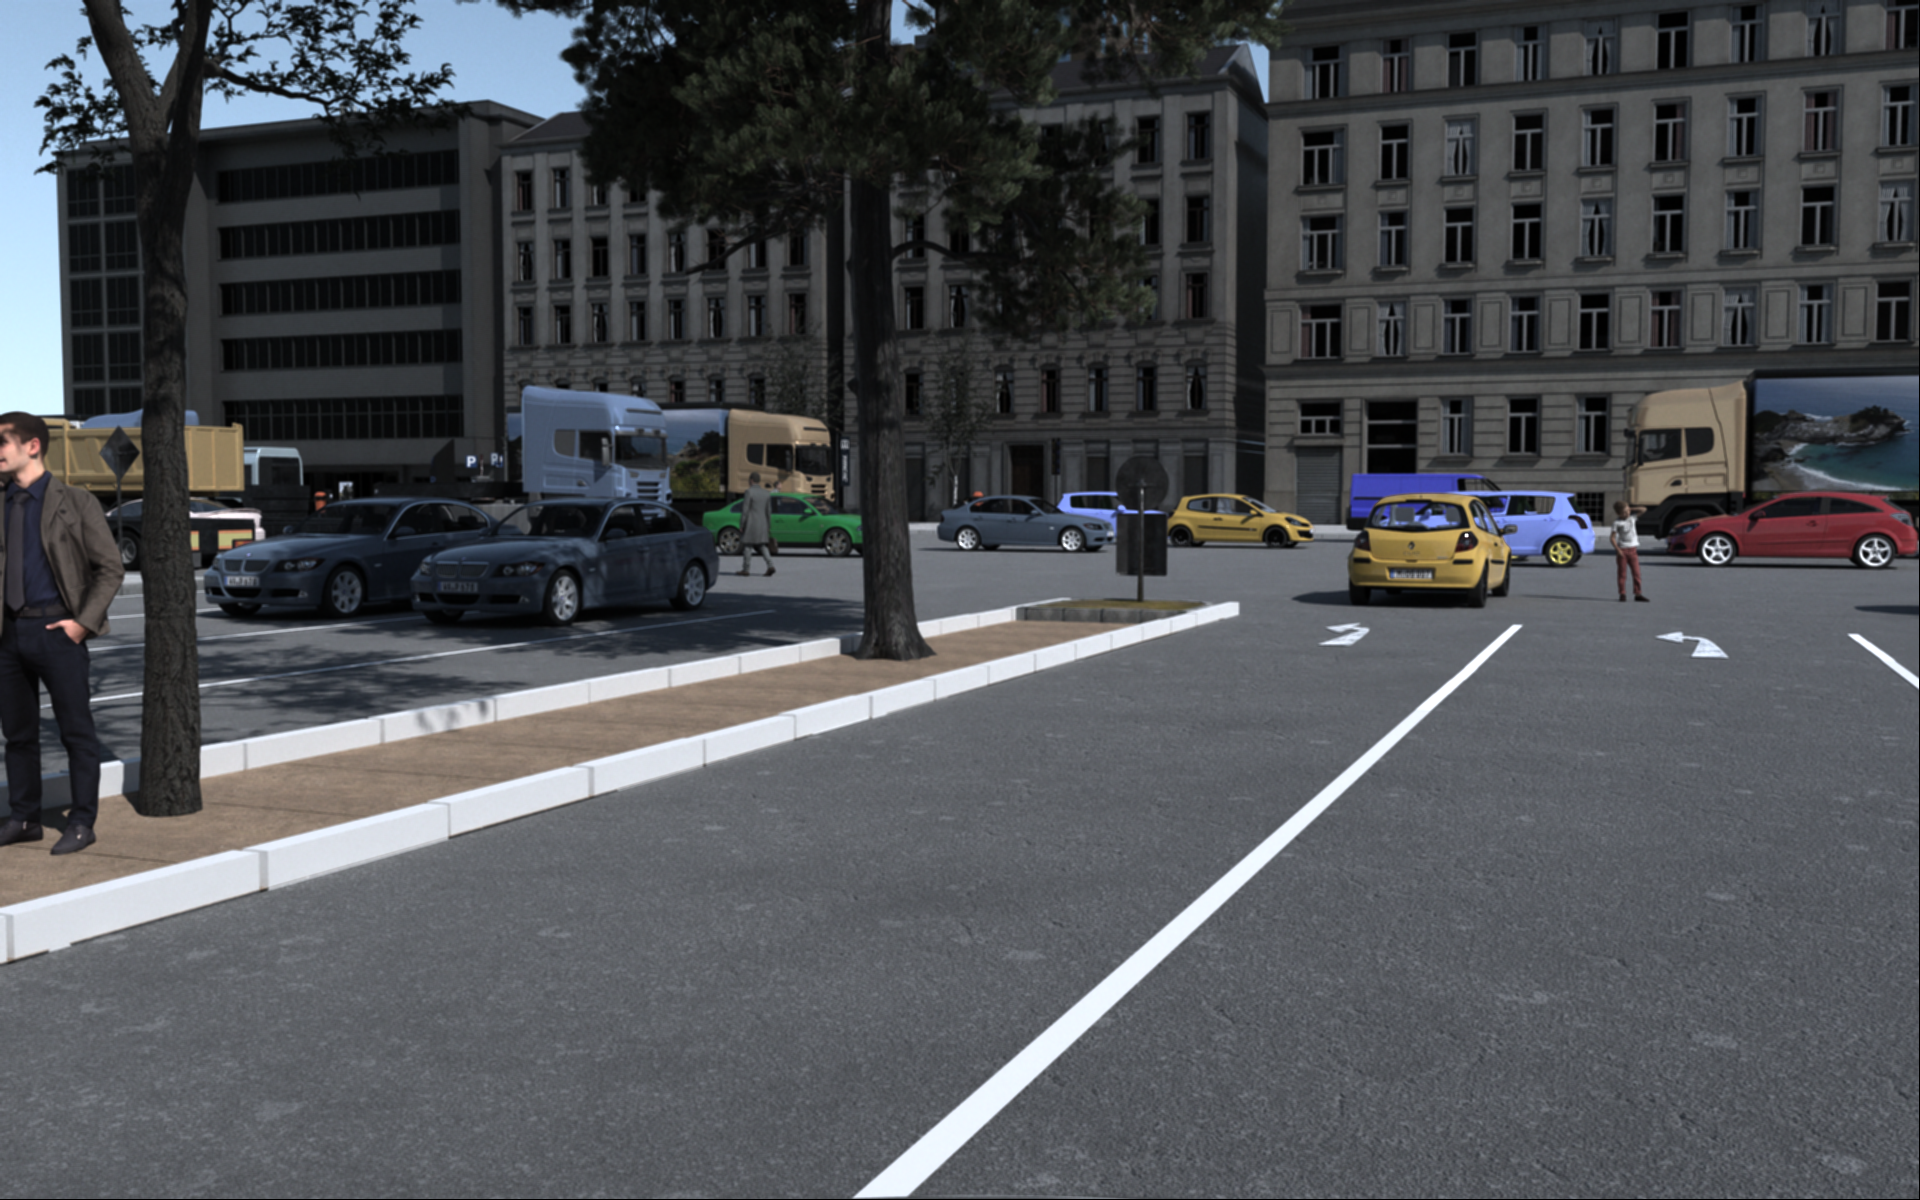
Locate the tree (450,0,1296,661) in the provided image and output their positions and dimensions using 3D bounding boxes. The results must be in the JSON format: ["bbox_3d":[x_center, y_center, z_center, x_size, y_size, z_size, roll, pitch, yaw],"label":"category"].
[{"bbox_3d":[-0.713,-6.428,14.983,7.806,13.903,7.818,0,3,0],"label":"tree"}]

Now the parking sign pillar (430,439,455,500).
[{"bbox_3d":[-25.103,-5.843,84.004,1.447,3.967,1.447,2,4,26],"label":"parking sign pillar"}]

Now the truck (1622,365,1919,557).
[{"bbox_3d":[20.336,-3.079,39.258,11.283,4.237,2.839,1,4,21],"label":"truck"}]

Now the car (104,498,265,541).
[{"bbox_3d":[-17.462,-1.556,37.807,4.827,1.381,2.083,1,4,22],"label":"car"}]

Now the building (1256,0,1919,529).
[{"bbox_3d":[28.697,-14.702,73.660,30.059,22.955,16.112,1,4,22],"label":"building"}]

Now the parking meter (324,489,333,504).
[{"bbox_3d":[-29.914,-4.507,82.093,0.372,1.533,0.369,0,3,0],"label":"parking meter"}]

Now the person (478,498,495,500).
[{"bbox_3d":[-13.017,-2.315,47.812,0.566,1.644,0.517,0,4,3],"label":"person"}]

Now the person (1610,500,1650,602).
[{"bbox_3d":[8.941,-0.654,23.107,0.435,1.345,0.340,-1,4,-11],"label":"person"}]

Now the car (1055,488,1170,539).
[{"bbox_3d":[4.410,-2.455,49.736,3.694,1.707,1.945,1,4,20],"label":"car"}]

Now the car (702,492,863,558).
[{"bbox_3d":[-3.725,-1.922,40.213,4.718,1.807,1.959,1,4,22],"label":"car"}]

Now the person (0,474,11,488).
[{"bbox_3d":[-12.620,-0.872,22.767,0.555,1.821,0.388,1,4,18],"label":"person"}]

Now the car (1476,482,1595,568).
[{"bbox_3d":[10.819,-1.545,34.852,3.694,1.707,1.945,1,4,23],"label":"car"}]

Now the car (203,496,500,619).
[{"bbox_3d":[-7.252,-0.585,21.569,2.014,1.417,4.499,1,4,23],"label":"car"}]

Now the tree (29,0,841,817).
[{"bbox_3d":[-3.391,-4.336,7.762,8.767,10.594,7.601,1,4,22],"label":"tree"}]

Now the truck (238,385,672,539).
[{"bbox_3d":[-15.789,-3.434,45.904,18.799,4.110,2.967,1,4,21],"label":"truck"}]

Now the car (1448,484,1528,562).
[{"bbox_3d":[10.803,-1.723,37.767,3.694,1.707,1.945,1,4,22],"label":"car"}]

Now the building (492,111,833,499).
[{"bbox_3d":[-12.800,-14.550,87.038,18.267,20.994,9.793,1,4,22],"label":"building"}]

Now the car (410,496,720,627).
[{"bbox_3d":[-4.517,-0.514,20.408,2.014,1.417,4.499,1,4,22],"label":"car"}]

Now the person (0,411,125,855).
[{"bbox_3d":[-3.770,0.136,6.811,0.617,1.759,0.750,1,4,18],"label":"person"}]

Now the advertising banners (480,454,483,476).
[{"bbox_3d":[-21.099,-4.869,75.795,0.090,3.025,2.074,0,4,-1],"label":"advertising banners"}]

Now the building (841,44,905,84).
[{"bbox_3d":[-8.360,-31.947,172.437,14.200,45.320,14.600,1,4,22],"label":"building"}]

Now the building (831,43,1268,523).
[{"bbox_3d":[4.633,-14.097,79.638,18.267,20.994,9.793,1,4,22],"label":"building"}]

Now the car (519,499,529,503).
[{"bbox_3d":[-13.969,-3.133,61.011,4.222,1.686,2.009,1,4,23],"label":"car"}]

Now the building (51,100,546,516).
[{"bbox_3d":[-34.574,-17.030,97.505,30.058,24.678,14.314,1,4,22],"label":"building"}]

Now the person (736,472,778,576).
[{"bbox_3d":[-3.571,-1.322,30.211,0.767,1.812,0.694,3,5,42],"label":"person"}]

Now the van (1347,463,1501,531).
[{"bbox_3d":[14.202,-2.864,51.205,5.245,2.365,2.240,1,4,23],"label":"van"}]

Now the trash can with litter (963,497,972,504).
[{"bbox_3d":[0.274,-3.934,75.708,0.624,1.170,1.055,-1,4,-18],"label":"trash can with litter"}]

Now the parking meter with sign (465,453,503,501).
[{"bbox_3d":[-21.234,-4.955,77.268,1.738,3.016,0.543,2,4,26],"label":"parking meter with sign"}]

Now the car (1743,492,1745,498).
[{"bbox_3d":[20.851,-2.127,43.813,4.494,1.783,2.155,1,4,20],"label":"car"}]

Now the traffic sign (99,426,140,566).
[{"bbox_3d":[-12.372,-1.337,25.497,0.795,2.450,0.064,1,4,22],"label":"traffic sign"}]

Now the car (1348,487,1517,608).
[{"bbox_3d":[6.424,-0.808,23.432,2.015,1.641,3.980,2,4,24],"label":"car"}]

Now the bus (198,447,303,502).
[{"bbox_3d":[-33.110,-4.659,71.040,13.247,3.499,2.948,1,4,21],"label":"bus"}]

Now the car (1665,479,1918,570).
[{"bbox_3d":[16.316,-1.533,34.107,4.494,1.783,2.155,1,4,22],"label":"car"}]

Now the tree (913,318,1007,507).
[{"bbox_3d":[-0.148,-7.459,72.320,4.360,8.622,3.978,0,3,0],"label":"tree"}]

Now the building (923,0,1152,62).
[{"bbox_3d":[5.871,-29.470,131.948,14.600,45.320,14.200,1,4,22],"label":"building"}]

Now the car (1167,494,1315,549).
[{"bbox_3d":[7.498,-2.219,46.510,3.980,1.641,2.015,2,4,24],"label":"car"}]

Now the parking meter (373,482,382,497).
[{"bbox_3d":[-28.090,-4.764,83.605,0.399,1.863,0.255,1,4,20],"label":"parking meter"}]

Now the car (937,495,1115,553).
[{"bbox_3d":[1.668,-1.929,43.545,4.499,1.417,2.014,1,4,23],"label":"car"}]

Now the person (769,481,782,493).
[{"bbox_3d":[-5.206,-2.467,48.932,0.391,1.810,0.635,1,4,17],"label":"person"}]

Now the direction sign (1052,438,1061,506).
[{"bbox_3d":[3.903,-4.797,70.434,0.379,3.537,0.876,-1,4,-19],"label":"direction sign"}]

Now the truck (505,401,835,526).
[{"bbox_3d":[-8.833,-4.000,54.308,11.283,4.237,2.839,1,4,22],"label":"truck"}]

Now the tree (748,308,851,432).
[{"bbox_3d":[-6.673,-7.297,69.661,4.360,8.622,3.978,0,3,0],"label":"tree"}]
